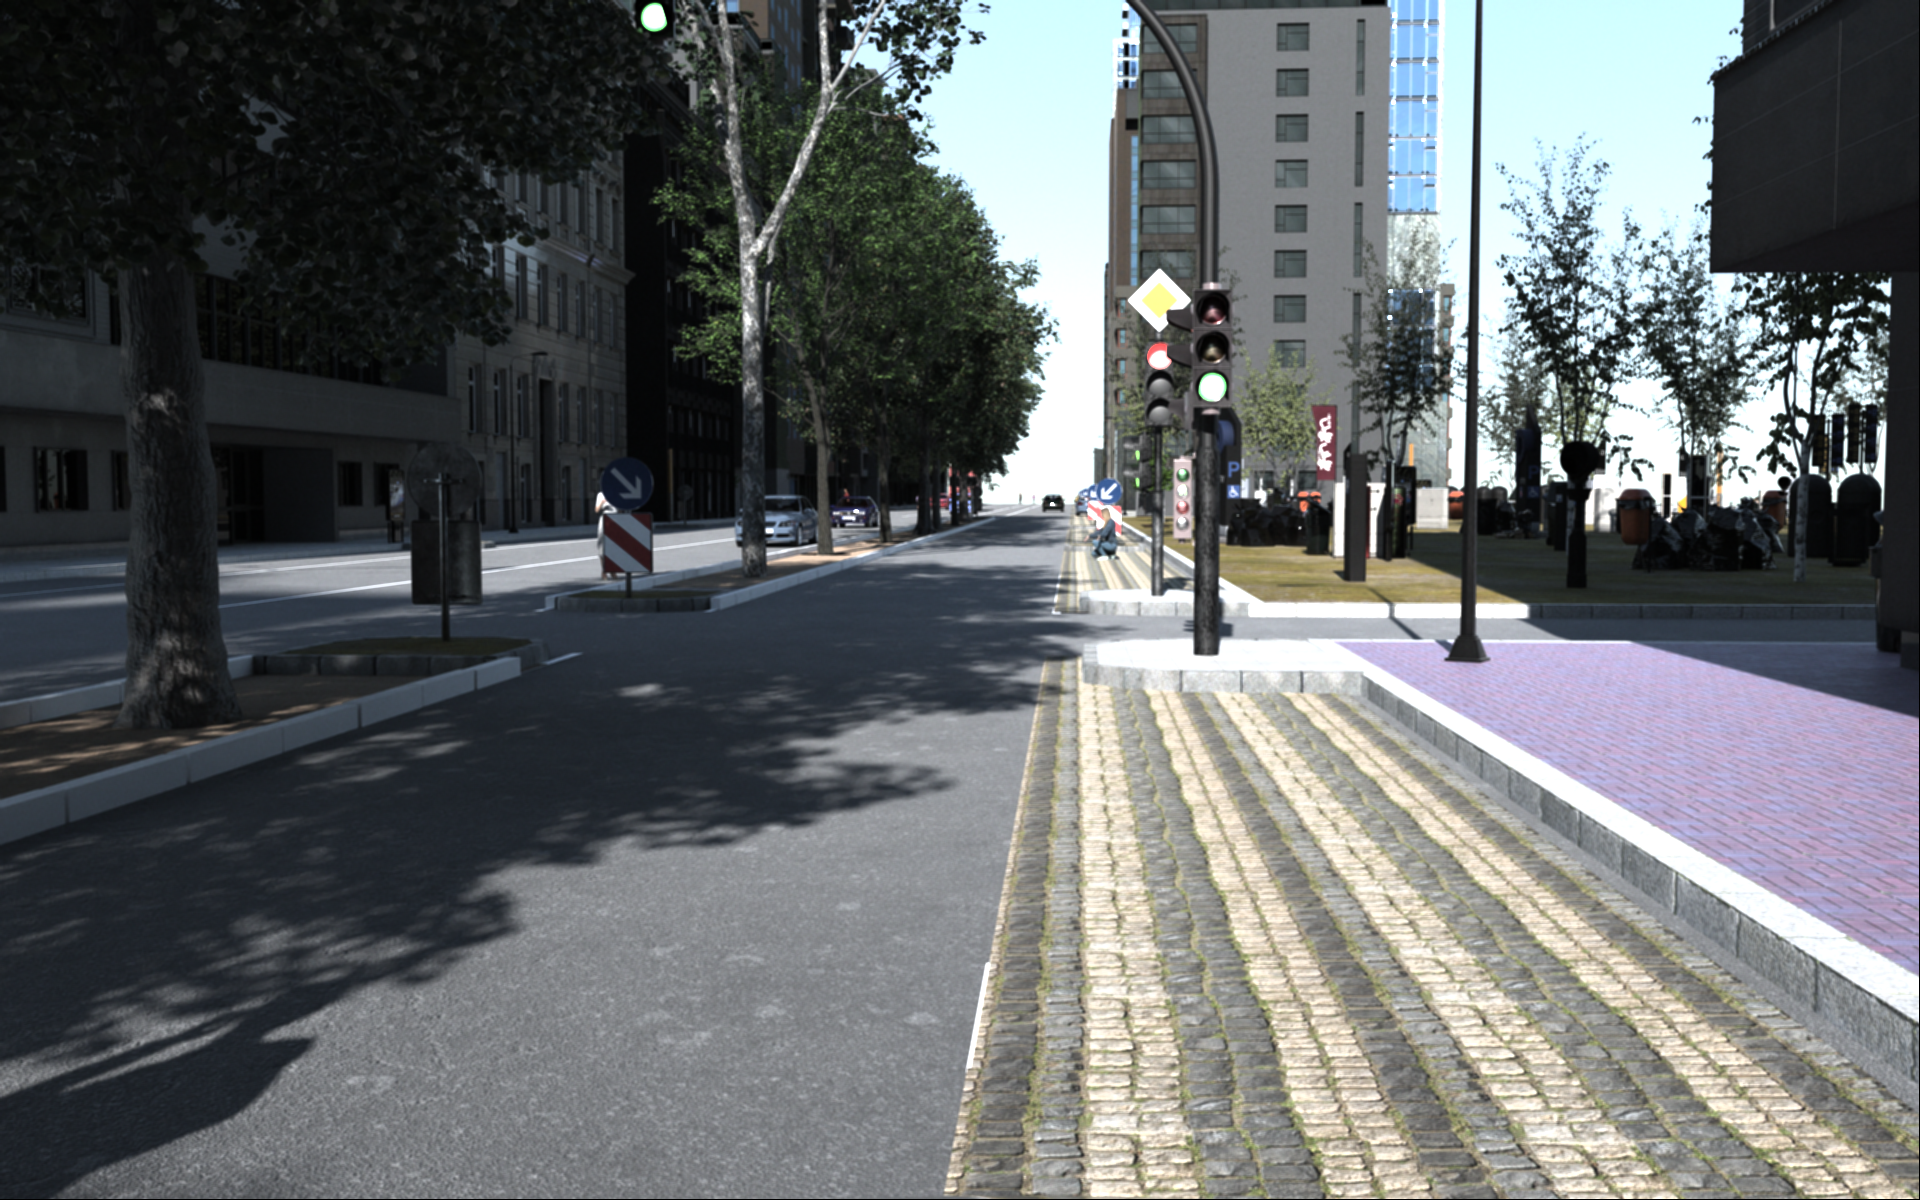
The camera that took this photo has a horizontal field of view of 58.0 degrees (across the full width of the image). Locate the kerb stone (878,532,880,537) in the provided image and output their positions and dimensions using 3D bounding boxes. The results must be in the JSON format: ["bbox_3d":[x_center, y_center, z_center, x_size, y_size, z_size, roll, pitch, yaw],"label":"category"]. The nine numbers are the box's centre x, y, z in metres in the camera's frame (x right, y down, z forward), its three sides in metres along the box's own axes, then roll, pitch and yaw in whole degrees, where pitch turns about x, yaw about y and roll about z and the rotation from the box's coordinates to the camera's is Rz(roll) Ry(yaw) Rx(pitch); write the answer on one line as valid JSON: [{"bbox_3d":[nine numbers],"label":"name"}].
[{"bbox_3d":[-2.781,-2.122,56.885,0.120,0.150,1.000,0,4,4],"label":"kerb stone"}]

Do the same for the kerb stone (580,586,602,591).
[{"bbox_3d":[-5.011,-0.053,23.154,0.120,0.150,1.000,0,4,4],"label":"kerb stone"}]

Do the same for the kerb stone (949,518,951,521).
[{"bbox_3d":[-0.702,-4.057,88.545,0.120,0.150,1.000,0,4,4],"label":"kerb stone"}]

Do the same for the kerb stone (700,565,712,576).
[{"bbox_3d":[-4.544,-0.496,30.301,0.120,0.150,1.000,0,4,4],"label":"kerb stone"}]

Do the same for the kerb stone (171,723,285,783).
[{"bbox_3d":[-3.841,0.802,9.089,0.120,0.150,1.000,0,4,4],"label":"kerb stone"}]

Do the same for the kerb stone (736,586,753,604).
[{"bbox_3d":[-2.925,-0.045,22.938,0.120,0.150,1.000,0,4,4],"label":"kerb stone"}]

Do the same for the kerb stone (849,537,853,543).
[{"bbox_3d":[-3.259,-1.684,49.733,0.120,0.150,1.000,0,4,4],"label":"kerb stone"}]

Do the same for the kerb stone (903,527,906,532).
[{"bbox_3d":[-2.241,-2.620,65.052,0.120,0.150,1.000,0,4,4],"label":"kerb stone"}]

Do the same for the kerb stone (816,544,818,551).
[{"bbox_3d":[-3.664,-1.308,43.589,0.120,0.150,1.000,0,4,4],"label":"kerb stone"}]

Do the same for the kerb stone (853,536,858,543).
[{"bbox_3d":[-3.186,-1.744,50.757,0.120,0.150,1.000,0,4,4],"label":"kerb stone"}]

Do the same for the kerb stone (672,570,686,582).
[{"bbox_3d":[-4.684,-0.368,28.258,0.120,0.150,1.000,0,4,4],"label":"kerb stone"}]

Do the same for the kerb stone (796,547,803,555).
[{"bbox_3d":[-3.873,-1.121,40.524,0.120,0.150,1.000,0,4,4],"label":"kerb stone"}]

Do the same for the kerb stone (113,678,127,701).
[{"bbox_3d":[-5.740,0.605,12.296,0.120,0.150,1.000,0,4,4],"label":"kerb stone"}]

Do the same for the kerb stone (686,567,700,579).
[{"bbox_3d":[-4.610,-0.433,29.281,0.120,0.150,1.000,0,4,4],"label":"kerb stone"}]

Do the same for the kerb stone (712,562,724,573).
[{"bbox_3d":[-4.477,-0.555,31.321,0.120,0.150,1.000,0,4,4],"label":"kerb stone"}]

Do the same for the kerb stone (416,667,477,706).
[{"bbox_3d":[-3.643,0.613,12.168,0.120,0.150,1.000,0,4,4],"label":"kerb stone"}]

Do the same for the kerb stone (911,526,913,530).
[{"bbox_3d":[-2.046,-2.808,68.112,0.120,0.150,1.000,0,4,4],"label":"kerb stone"}]

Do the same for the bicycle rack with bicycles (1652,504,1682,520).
[{"bbox_3d":[25.081,-2.998,62.398,2.852,0.926,2.925,-1,4,-15],"label":"bicycle rack with bicycles"}]

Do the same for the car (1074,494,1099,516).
[{"bbox_3d":[8.425,-6.188,113.172,2.014,1.417,4.499,0,4,3],"label":"car"}]

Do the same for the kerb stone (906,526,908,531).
[{"bbox_3d":[-2.179,-2.684,66.072,0.120,0.150,1.000,0,4,4],"label":"kerb stone"}]

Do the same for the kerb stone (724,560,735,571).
[{"bbox_3d":[-4.408,-0.621,32.344,0.120,0.150,1.000,0,4,4],"label":"kerb stone"}]

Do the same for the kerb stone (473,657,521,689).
[{"bbox_3d":[-3.565,0.558,13.188,0.120,0.150,1.000,0,4,4],"label":"kerb stone"}]

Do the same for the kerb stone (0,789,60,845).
[{"bbox_3d":[-3.980,0.928,7.029,0.120,0.150,1.000,0,4,4],"label":"kerb stone"}]

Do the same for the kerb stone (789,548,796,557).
[{"bbox_3d":[-3.933,-1.058,39.494,0.120,0.150,1.000,0,4,4],"label":"kerb stone"}]

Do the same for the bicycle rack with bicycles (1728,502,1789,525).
[{"bbox_3d":[34.205,-3.588,72.052,2.852,0.926,2.925,-1,4,-15],"label":"bicycle rack with bicycles"}]

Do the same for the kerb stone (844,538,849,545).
[{"bbox_3d":[-3.322,-1.622,48.712,0.120,0.150,1.000,0,4,4],"label":"kerb stone"}]

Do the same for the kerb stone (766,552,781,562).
[{"bbox_3d":[-4.071,-0.928,37.447,0.120,0.150,1.000,0,4,4],"label":"kerb stone"}]

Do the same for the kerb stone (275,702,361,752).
[{"bbox_3d":[-3.781,0.746,10.117,0.120,0.150,1.000,0,4,4],"label":"kerb stone"}]

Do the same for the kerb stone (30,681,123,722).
[{"bbox_3d":[-5.803,0.673,11.276,0.120,0.150,1.000,0,4,4],"label":"kerb stone"}]

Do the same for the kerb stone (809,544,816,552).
[{"bbox_3d":[-3.733,-1.246,42.563,0.120,0.150,1.000,0,4,4],"label":"kerb stone"}]

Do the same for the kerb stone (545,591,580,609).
[{"bbox_3d":[-5.088,0.004,22.134,0.120,0.150,1.000,0,4,4],"label":"kerb stone"}]

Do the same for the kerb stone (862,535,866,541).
[{"bbox_3d":[-3.052,-1.872,52.797,0.120,0.150,1.000,0,4,4],"label":"kerb stone"}]

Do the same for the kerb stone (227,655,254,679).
[{"bbox_3d":[-5.659,0.543,13.315,0.120,0.150,1.000,0,4,4],"label":"kerb stone"}]

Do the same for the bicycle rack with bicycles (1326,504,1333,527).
[{"bbox_3d":[14.020,-3.084,63.805,2.852,0.926,2.925,-2,4,-29],"label":"bicycle rack with bicycles"}]

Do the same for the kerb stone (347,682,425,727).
[{"bbox_3d":[-3.703,0.676,11.138,0.120,0.150,1.000,0,4,4],"label":"kerb stone"}]

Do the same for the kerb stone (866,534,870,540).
[{"bbox_3d":[-2.985,-1.934,53.823,0.120,0.150,1.000,0,4,4],"label":"kerb stone"}]

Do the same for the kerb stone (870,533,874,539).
[{"bbox_3d":[-2.920,-1.994,54.846,0.120,0.150,1.000,0,4,4],"label":"kerb stone"}]

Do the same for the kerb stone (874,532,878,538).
[{"bbox_3d":[-2.857,-2.059,55.866,0.120,0.150,1.000,0,4,4],"label":"kerb stone"}]

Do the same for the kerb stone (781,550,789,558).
[{"bbox_3d":[-3.998,-0.987,38.471,0.120,0.150,1.000,0,4,4],"label":"kerb stone"}]

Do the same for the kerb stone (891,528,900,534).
[{"bbox_3d":[-2.381,-2.496,63.013,0.120,0.150,1.000,0,4,4],"label":"kerb stone"}]

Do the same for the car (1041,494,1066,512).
[{"bbox_3d":[7.514,-7.930,139.447,2.009,1.686,4.222,0,4,4],"label":"car"}]

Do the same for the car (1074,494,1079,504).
[{"bbox_3d":[16.559,-13.840,236.514,2.015,1.641,3.980,0,4,3],"label":"car"}]

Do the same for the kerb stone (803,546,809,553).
[{"bbox_3d":[-3.809,-1.180,41.544,0.120,0.150,1.000,0,4,4],"label":"kerb stone"}]

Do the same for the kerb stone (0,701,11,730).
[{"bbox_3d":[-5.865,0.730,10.255,0.120,0.150,1.000,0,4,4],"label":"kerb stone"}]

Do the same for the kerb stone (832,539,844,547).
[{"bbox_3d":[-3.394,-1.559,47.690,0.120,0.150,1.000,0,4,4],"label":"kerb stone"}]

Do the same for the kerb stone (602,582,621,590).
[{"bbox_3d":[-4.956,-0.121,24.174,0.120,0.150,1.000,0,4,4],"label":"kerb stone"}]

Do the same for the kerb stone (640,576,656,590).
[{"bbox_3d":[-4.813,-0.246,26.214,0.120,0.150,1.000,0,4,4],"label":"kerb stone"}]

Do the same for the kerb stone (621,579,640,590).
[{"bbox_3d":[-4.877,-0.183,25.193,0.120,0.150,1.000,0,4,4],"label":"kerb stone"}]

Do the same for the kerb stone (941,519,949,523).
[{"bbox_3d":[-0.763,-3.996,87.522,0.120,0.150,1.000,0,4,4],"label":"kerb stone"}]

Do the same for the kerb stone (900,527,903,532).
[{"bbox_3d":[-2.315,-2.558,64.033,0.120,0.150,1.000,0,4,4],"label":"kerb stone"}]

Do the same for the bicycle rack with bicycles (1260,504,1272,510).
[{"bbox_3d":[10.807,-3.055,63.324,2.925,0.926,2.852,1,4,22],"label":"bicycle rack with bicycles"}]

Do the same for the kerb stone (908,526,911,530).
[{"bbox_3d":[-2.108,-2.746,67.092,0.120,0.150,1.000,0,4,4],"label":"kerb stone"}]

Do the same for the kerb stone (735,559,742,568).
[{"bbox_3d":[-4.343,-0.680,33.364,0.120,0.150,1.000,0,4,4],"label":"kerb stone"}]

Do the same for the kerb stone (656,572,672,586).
[{"bbox_3d":[-4.743,-0.305,27.237,0.120,0.150,1.000,0,4,4],"label":"kerb stone"}]

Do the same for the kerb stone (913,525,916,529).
[{"bbox_3d":[-1.977,-2.871,69.138,0.120,0.150,1.000,0,4,4],"label":"kerb stone"}]

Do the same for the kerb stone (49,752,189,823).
[{"bbox_3d":[-3.909,0.867,8.049,0.120,0.150,1.000,0,4,4],"label":"kerb stone"}]

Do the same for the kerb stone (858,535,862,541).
[{"bbox_3d":[-3.125,-1.809,51.778,0.120,0.150,1.000,0,4,4],"label":"kerb stone"}]

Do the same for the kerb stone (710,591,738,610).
[{"bbox_3d":[-2.994,0.017,21.910,0.120,0.150,1.000,0,4,4],"label":"kerb stone"}]
